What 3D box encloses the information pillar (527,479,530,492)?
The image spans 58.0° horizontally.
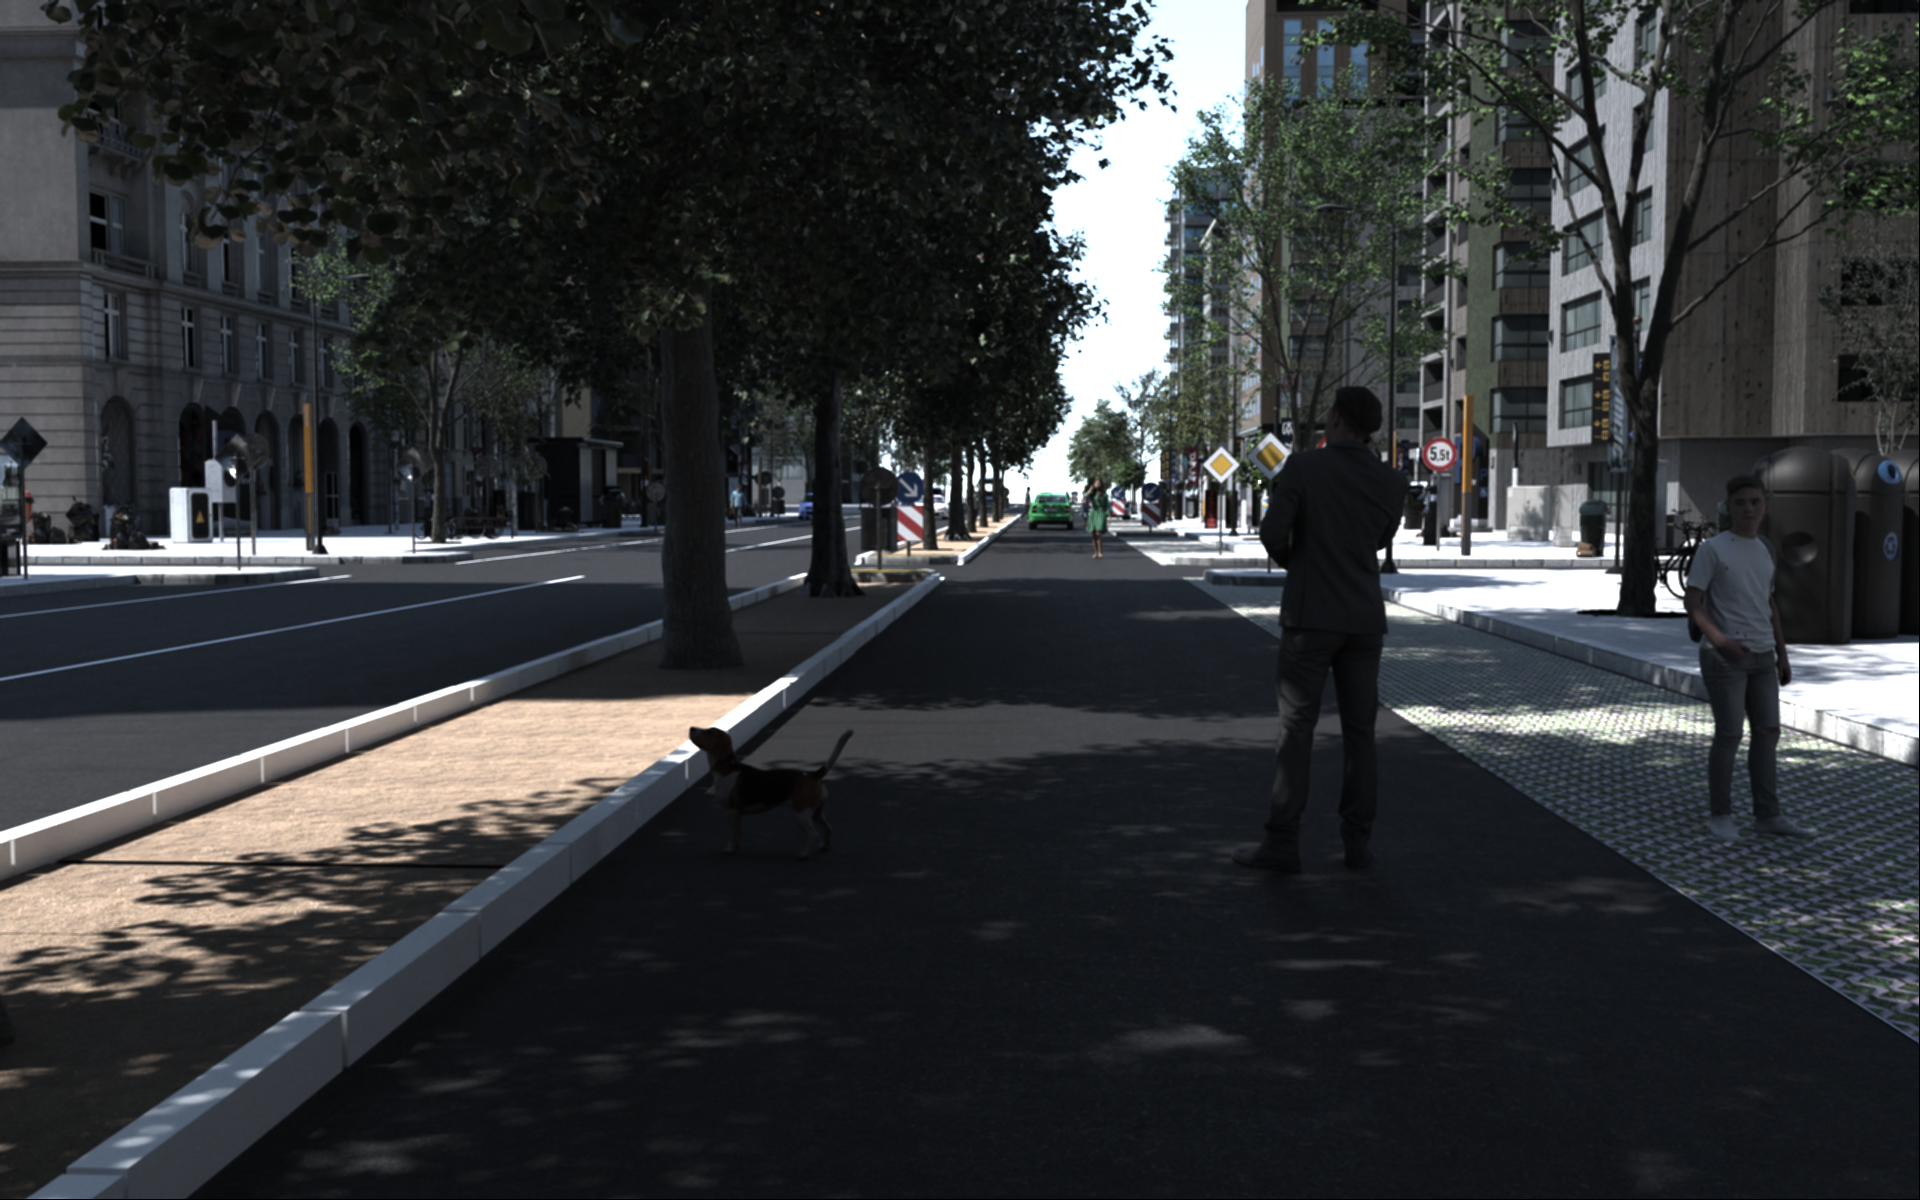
[{"bbox_3d":[-21.114,-4.939,85.236,0.304,2.012,0.304,-2,4,-35],"label":"information pillar"}]

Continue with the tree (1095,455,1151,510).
[{"bbox_3d":[14.082,-9.724,142.706,4.285,4.588,4.351,0,3,0],"label":"tree"}]

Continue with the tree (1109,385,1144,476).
[{"bbox_3d":[11.921,-9.096,99.079,4.737,8.622,4.395,0,3,0],"label":"tree"}]

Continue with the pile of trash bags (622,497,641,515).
[{"bbox_3d":[-20.201,-5.934,106.779,1.912,1.369,3.447,1,4,22],"label":"pile of trash bags"}]

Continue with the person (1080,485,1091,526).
[{"bbox_3d":[5.638,-4.246,77.935,0.555,1.821,0.388,3,5,42],"label":"person"}]

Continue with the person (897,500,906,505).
[{"bbox_3d":[-2.966,-4.859,88.212,0.793,1.790,0.793,1,4,23],"label":"person"}]

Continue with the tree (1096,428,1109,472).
[{"bbox_3d":[14.181,-12.344,152.194,4.737,8.622,4.395,0,3,0],"label":"tree"}]

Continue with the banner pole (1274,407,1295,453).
[{"bbox_3d":[9.332,-3.671,50.034,0.863,3.779,0.401,2,4,24],"label":"banner pole"}]

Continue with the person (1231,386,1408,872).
[{"bbox_3d":[1.389,0.096,6.730,0.655,1.846,0.447,-1,4,-14],"label":"person"}]

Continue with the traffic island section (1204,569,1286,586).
[{"bbox_3d":[5.035,-0.356,28.104,2.009,0.180,2.903,0,4,3],"label":"traffic island section"}]

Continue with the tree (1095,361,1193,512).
[{"bbox_3d":[13.028,-11.389,120.630,7.601,10.594,8.767,-1,4,-22],"label":"tree"}]

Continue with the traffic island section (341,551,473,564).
[{"bbox_3d":[-11.673,-0.898,36.961,2.009,0.180,2.903,0,4,3],"label":"traffic island section"}]

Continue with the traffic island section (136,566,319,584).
[{"bbox_3d":[-12.084,-0.410,28.987,2.009,0.180,2.903,0,4,3],"label":"traffic island section"}]

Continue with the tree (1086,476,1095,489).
[{"bbox_3d":[18.279,-14.760,225.039,4.285,4.588,4.351,0,3,0],"label":"tree"}]

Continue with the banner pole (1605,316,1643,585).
[{"bbox_3d":[9.325,-2.097,24.295,0.863,3.779,0.401,-2,4,-34],"label":"banner pole"}]

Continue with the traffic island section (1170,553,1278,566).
[{"bbox_3d":[5.445,-0.844,36.078,2.009,0.180,2.903,0,4,3],"label":"traffic island section"}]

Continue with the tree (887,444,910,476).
[{"bbox_3d":[-5.267,-16.925,211.132,8.767,10.594,7.601,-3,5,-41],"label":"tree"}]

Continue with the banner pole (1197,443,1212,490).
[{"bbox_3d":[12.003,-5.788,84.651,0.863,3.779,0.401,0,4,3],"label":"banner pole"}]

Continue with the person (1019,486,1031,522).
[{"bbox_3d":[3.428,-5.003,90.150,0.795,1.843,0.661,0,4,7],"label":"person"}]

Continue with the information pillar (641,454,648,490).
[{"bbox_3d":[-18.587,-6.778,102.177,0.504,3.616,0.183,1,4,21],"label":"information pillar"}]

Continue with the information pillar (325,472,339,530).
[{"bbox_3d":[-21.166,-3.296,58.385,0.304,2.012,0.304,1,4,12],"label":"information pillar"}]

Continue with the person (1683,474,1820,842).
[{"bbox_3d":[3.262,0.239,7.181,0.523,1.515,0.503,3,5,39],"label":"person"}]

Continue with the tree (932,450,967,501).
[{"bbox_3d":[-2.233,-21.278,266.017,7.486,12.596,7.792,0,3,0],"label":"tree"}]

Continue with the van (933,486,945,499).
[{"bbox_3d":[-2.454,-9.311,156.611,2.240,2.365,5.245,0,4,4],"label":"van"}]

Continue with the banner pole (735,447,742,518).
[{"bbox_3d":[-11.798,-6.258,92.339,0.401,3.779,0.863,1,4,17],"label":"banner pole"}]

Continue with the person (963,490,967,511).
[{"bbox_3d":[0.569,-8.433,146.406,0.705,1.821,1.348,1,4,17],"label":"person"}]

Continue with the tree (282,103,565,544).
[{"bbox_3d":[-13.400,-7.255,44.371,9.928,11.665,9.643,0,3,0],"label":"tree"}]

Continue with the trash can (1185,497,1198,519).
[{"bbox_3d":[12.076,-4.815,90.376,0.748,1.137,0.748,0,3,0],"label":"trash can"}]

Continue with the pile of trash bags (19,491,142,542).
[{"bbox_3d":[-23.966,-2.281,47.047,3.447,1.369,1.912,-1,4,-12],"label":"pile of trash bags"}]

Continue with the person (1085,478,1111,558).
[{"bbox_3d":[3.103,-1.838,38.799,0.600,1.795,0.529,1,4,9],"label":"person"}]

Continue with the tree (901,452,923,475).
[{"bbox_3d":[-5.931,-15.267,199.971,4.360,8.622,3.978,0,3,0],"label":"tree"}]

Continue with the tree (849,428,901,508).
[{"bbox_3d":[-7.953,-12.303,151.514,4.360,8.622,3.978,0,3,0],"label":"tree"}]

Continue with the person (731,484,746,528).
[{"bbox_3d":[-9.319,-3.953,72.993,0.638,1.841,0.748,0,4,2],"label":"person"}]

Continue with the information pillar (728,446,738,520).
[{"bbox_3d":[-11.161,-5.741,85.212,0.504,3.616,0.183,0,4,5],"label":"information pillar"}]

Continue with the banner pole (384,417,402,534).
[{"bbox_3d":[-18.452,-4.060,56.402,0.401,3.779,0.863,1,4,18],"label":"banner pole"}]

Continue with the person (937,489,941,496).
[{"bbox_3d":[-1.711,-8.113,141.225,0.705,1.814,1.350,0,4,-7],"label":"person"}]

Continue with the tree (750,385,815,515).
[{"bbox_3d":[-10.963,-9.489,105.500,4.360,8.622,3.978,0,3,0],"label":"tree"}]

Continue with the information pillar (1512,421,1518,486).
[{"bbox_3d":[17.694,-3.906,55.217,0.183,3.616,0.504,1,4,9],"label":"information pillar"}]

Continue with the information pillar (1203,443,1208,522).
[{"bbox_3d":[11.134,-5.330,78.503,0.183,3.616,0.504,-1,4,-9],"label":"information pillar"}]

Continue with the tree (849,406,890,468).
[{"bbox_3d":[-6.810,-16.732,183.930,12.009,13.543,11.850,0,3,0],"label":"tree"}]

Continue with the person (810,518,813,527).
[{"bbox_3d":[-6.027,-4.004,74.357,0.834,1.777,0.661,0,4,8],"label":"person"}]

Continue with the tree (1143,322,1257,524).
[{"bbox_3d":[10.364,-7.544,73.706,4.737,8.622,4.395,0,3,0],"label":"tree"}]

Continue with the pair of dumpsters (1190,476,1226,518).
[{"bbox_3d":[13.352,-5.553,93.282,1.574,2.255,4.437,0,4,3],"label":"pair of dumpsters"}]

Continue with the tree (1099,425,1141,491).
[{"bbox_3d":[15.690,-13.481,170.784,4.360,8.622,3.978,0,3,0],"label":"tree"}]

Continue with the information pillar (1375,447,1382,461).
[{"bbox_3d":[20.638,-5.761,85.547,0.183,3.616,0.504,-1,4,-17],"label":"information pillar"}]

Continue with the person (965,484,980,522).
[{"bbox_3d":[0.513,-3.892,71.980,0.661,1.843,0.795,-1,4,-8],"label":"person"}]

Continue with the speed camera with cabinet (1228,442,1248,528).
[{"bbox_3d":[10.942,-4.388,66.077,0.660,3.252,2.038,3,4,38],"label":"speed camera with cabinet"}]

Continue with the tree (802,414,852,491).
[{"bbox_3d":[-9.884,-10.883,128.292,4.737,8.622,4.395,0,3,0],"label":"tree"}]

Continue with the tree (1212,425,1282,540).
[{"bbox_3d":[8.282,-3.296,48.495,1.663,3.219,1.824,0,3,0],"label":"tree"}]

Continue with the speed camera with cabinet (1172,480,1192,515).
[{"bbox_3d":[13.603,-6.773,105.069,0.660,3.252,2.038,-3,4,-38],"label":"speed camera with cabinet"}]

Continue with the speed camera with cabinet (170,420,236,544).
[{"bbox_3d":[-19.967,-3.147,45.790,0.660,3.252,2.038,1,4,15],"label":"speed camera with cabinet"}]

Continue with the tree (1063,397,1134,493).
[{"bbox_3d":[17.026,-17.408,202.747,7.486,12.596,7.792,0,3,0],"label":"tree"}]

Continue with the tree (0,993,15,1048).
[{"bbox_3d":[-2.804,-5.798,3.908,9.857,13.997,8.962,0,3,0],"label":"tree"}]

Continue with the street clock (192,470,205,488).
[{"bbox_3d":[-22.574,-2.868,51.470,0.471,2.002,0.358,2,4,33],"label":"street clock"}]

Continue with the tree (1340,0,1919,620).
[{"bbox_3d":[7.056,-5.626,17.733,9.928,11.665,9.643,0,3,0],"label":"tree"}]

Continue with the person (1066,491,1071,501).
[{"bbox_3d":[10.363,-9.604,166.083,0.434,1.755,0.990,3,4,37],"label":"person"}]
